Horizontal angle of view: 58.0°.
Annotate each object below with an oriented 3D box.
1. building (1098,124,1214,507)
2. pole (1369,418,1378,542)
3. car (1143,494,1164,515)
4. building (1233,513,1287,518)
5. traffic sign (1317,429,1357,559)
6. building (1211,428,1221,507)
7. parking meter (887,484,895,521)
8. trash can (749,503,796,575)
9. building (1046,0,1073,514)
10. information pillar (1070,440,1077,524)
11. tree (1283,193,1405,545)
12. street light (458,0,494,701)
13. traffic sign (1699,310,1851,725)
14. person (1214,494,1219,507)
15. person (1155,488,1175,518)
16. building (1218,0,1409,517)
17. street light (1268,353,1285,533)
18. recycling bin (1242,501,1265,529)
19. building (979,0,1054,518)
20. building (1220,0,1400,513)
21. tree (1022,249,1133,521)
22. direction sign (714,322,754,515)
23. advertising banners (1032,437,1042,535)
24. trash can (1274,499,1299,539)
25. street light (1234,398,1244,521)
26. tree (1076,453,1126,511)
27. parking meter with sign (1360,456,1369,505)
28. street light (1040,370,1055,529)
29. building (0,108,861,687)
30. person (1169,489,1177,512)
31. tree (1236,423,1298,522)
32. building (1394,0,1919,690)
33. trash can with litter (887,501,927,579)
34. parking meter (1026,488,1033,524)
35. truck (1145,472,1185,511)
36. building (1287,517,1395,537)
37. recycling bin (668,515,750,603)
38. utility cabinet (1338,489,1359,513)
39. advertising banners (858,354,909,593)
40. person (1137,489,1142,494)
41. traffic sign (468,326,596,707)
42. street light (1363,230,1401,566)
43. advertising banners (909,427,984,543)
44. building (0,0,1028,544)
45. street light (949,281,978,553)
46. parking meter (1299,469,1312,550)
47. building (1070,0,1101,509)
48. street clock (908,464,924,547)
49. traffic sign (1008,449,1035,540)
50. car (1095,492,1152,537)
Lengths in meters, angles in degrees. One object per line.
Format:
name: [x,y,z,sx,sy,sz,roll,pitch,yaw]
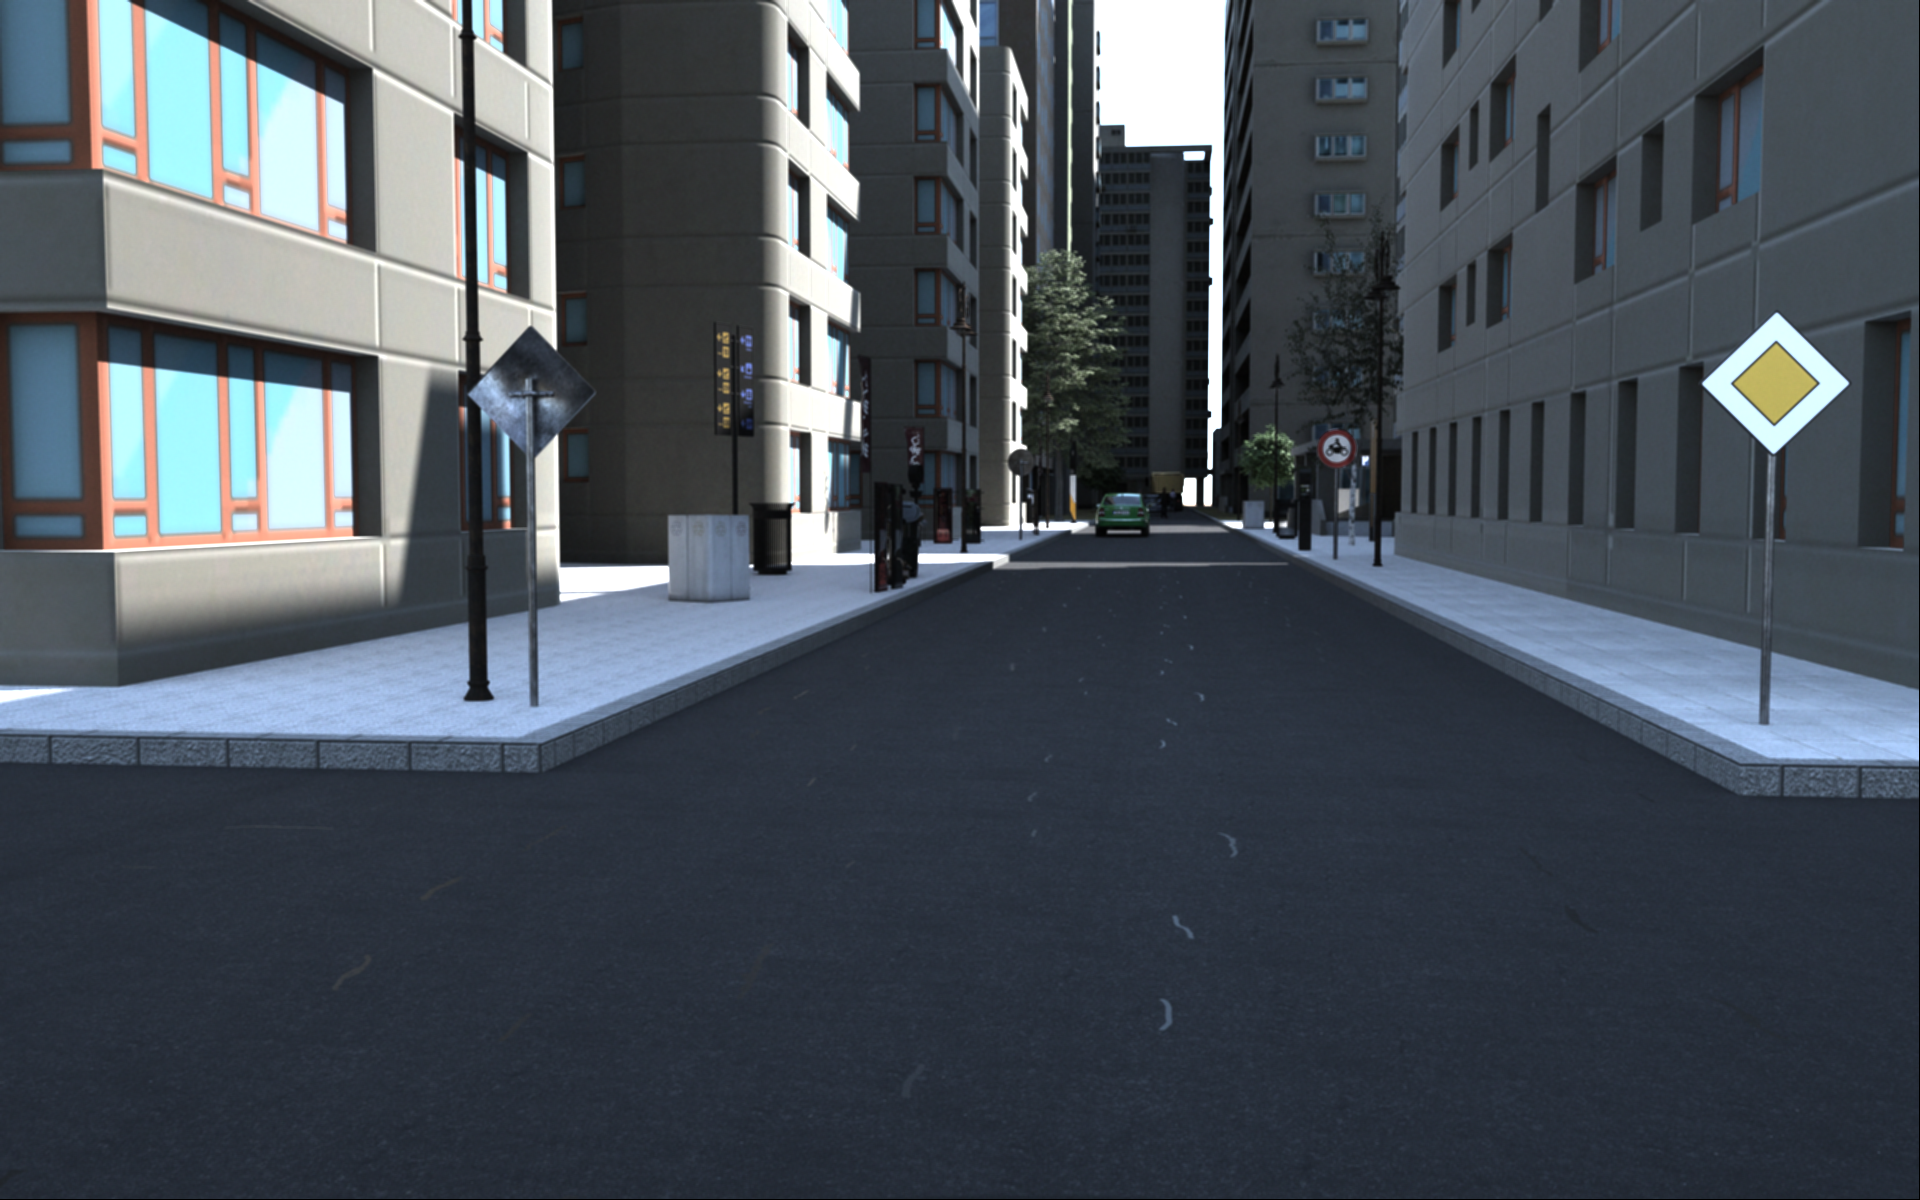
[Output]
building: [14.779,-30.143,184.722,23.993,40.220,32.217,0,4,7]
pole: [11.187,-3.239,46.797,0.158,3.312,0.155,0,3,0]
car: [13.064,-6.456,117.561,2.014,1.417,4.499,0,4,8]
building: [27.282,-29.170,100.635,21.300,48.544,21.600,0,4,7]
traffic sign: [7.379,-2.071,33.967,0.768,2.556,0.104,1,4,8]
building: [41.499,-52.742,174.999,31.000,86.520,22.319,0,4,7]
parking meter: [-1.712,-2.062,42.128,0.372,1.533,0.369,0,3,0]
trash can: [-2.998,-0.979,27.666,0.748,1.137,0.748,0,3,0]
building: [-0.480,-25.876,106.665,14.154,41.232,14.086,0,4,7]
information pillar: [4.921,-5.138,75.363,0.183,3.616,0.504,-1,4,-19]
tree: [9.883,-5.689,43.376,4.360,8.622,3.978,0,3,0]
street light: [-3.003,-2.315,10.630,0.468,5.910,1.993,0,4,7]
traffic sign: [4.474,-0.363,9.579,0.795,2.450,0.064,0,4,7]
person: [24.582,-9.362,164.834,1.065,1.426,0.557,-2,4,-29]
person: [12.297,-5.852,104.209,1.348,1.821,0.705,-1,4,-20]
building: [35.064,-26.379,123.176,32.217,40.220,23.993,0,4,7]
street light: [10.405,-5.151,57.003,0.468,5.910,1.993,0,4,7]
recycling bin: [10.838,-3.145,63.983,0.722,1.027,0.722,0,4,1]
building: [-2.303,-27.060,92.541,14.600,45.320,14.200,0,4,7]
building: [33.258,-31.947,146.033,21.300,48.544,21.600,0,4,7]
tree: [4.239,-9.969,81.115,7.486,12.596,7.792,0,3,0]
direction sign: [-3.022,-1.911,23.243,0.379,3.537,0.876,2,4,27]
advertising banners: [2.422,-3.558,54.362,0.090,3.025,2.074,0,4,-3]
trash can: [9.386,-2.326,49.681,0.748,1.137,0.748,0,3,0]
street light: [13.507,-6.789,83.795,0.468,5.910,1.993,0,4,7]
tree: [11.192,-9.192,134.010,4.285,4.588,4.351,0,3,0]
parking meter with sign: [17.785,-4.710,73.267,0.543,3.016,1.738,-3,5,-42]
street light: [3.256,-5.598,64.309,0.468,5.910,1.993,0,4,7]
building: [-17.680,-11.114,26.761,27.650,21.520,28.899,0,4,7]
person: [16.988,-7.913,137.745,0.709,1.838,0.599,2,4,32]
tree: [14.098,-5.823,78.923,4.285,4.588,4.351,0,3,0]
building: [21.981,-10.744,20.702,28.899,21.520,27.650,0,4,7]
trash can with litter: [-0.836,-0.918,26.390,0.624,1.170,1.055,0,4,2]
parking meter: [3.066,-4.106,75.547,0.372,1.533,0.369,0,3,0]
truck: [17.783,-9.370,149.130,3.469,3.379,9.791,0,4,5]
building: [27.861,-22.334,57.036,32.217,40.220,23.993,0,4,7]
recycling bin: [-3.028,-0.510,20.895,0.722,1.027,0.722,3,4,36]
utility cabinet: [16.223,-3.937,73.057,1.173,1.500,0.318,-1,4,-15]
advertising banners: [-1.030,-1.627,22.787,0.090,3.025,2.074,1,4,14]
person: [10.819,-5.812,104.472,0.756,1.711,0.436,-2,4,-28]
traffic sign: [-2.571,-0.414,10.408,0.795,2.450,0.064,0,4,7]
street light: [7.420,-3.536,30.604,0.468,5.910,1.993,0,4,7]
advertising banners: [-0.412,-2.981,44.922,2.074,3.025,0.090,0,4,1]
building: [-12.437,-13.345,63.231,27.650,21.520,28.899,0,4,7]
street light: [0.086,-3.974,37.762,0.468,5.910,1.993,0,4,7]
parking meter: [7.872,-2.065,39.479,0.255,1.863,0.399,1,4,16]
building: [1.166,-32.190,150.002,21.600,48.544,21.300,0,4,7]
street clock: [-1.076,-2.303,42.224,0.358,2.002,0.471,1,4,21]
traffic sign: [1.705,-2.963,48.543,0.768,2.556,0.104,1,4,16]
car: [5.632,-3.110,59.648,1.959,1.807,4.718,0,4,7]
